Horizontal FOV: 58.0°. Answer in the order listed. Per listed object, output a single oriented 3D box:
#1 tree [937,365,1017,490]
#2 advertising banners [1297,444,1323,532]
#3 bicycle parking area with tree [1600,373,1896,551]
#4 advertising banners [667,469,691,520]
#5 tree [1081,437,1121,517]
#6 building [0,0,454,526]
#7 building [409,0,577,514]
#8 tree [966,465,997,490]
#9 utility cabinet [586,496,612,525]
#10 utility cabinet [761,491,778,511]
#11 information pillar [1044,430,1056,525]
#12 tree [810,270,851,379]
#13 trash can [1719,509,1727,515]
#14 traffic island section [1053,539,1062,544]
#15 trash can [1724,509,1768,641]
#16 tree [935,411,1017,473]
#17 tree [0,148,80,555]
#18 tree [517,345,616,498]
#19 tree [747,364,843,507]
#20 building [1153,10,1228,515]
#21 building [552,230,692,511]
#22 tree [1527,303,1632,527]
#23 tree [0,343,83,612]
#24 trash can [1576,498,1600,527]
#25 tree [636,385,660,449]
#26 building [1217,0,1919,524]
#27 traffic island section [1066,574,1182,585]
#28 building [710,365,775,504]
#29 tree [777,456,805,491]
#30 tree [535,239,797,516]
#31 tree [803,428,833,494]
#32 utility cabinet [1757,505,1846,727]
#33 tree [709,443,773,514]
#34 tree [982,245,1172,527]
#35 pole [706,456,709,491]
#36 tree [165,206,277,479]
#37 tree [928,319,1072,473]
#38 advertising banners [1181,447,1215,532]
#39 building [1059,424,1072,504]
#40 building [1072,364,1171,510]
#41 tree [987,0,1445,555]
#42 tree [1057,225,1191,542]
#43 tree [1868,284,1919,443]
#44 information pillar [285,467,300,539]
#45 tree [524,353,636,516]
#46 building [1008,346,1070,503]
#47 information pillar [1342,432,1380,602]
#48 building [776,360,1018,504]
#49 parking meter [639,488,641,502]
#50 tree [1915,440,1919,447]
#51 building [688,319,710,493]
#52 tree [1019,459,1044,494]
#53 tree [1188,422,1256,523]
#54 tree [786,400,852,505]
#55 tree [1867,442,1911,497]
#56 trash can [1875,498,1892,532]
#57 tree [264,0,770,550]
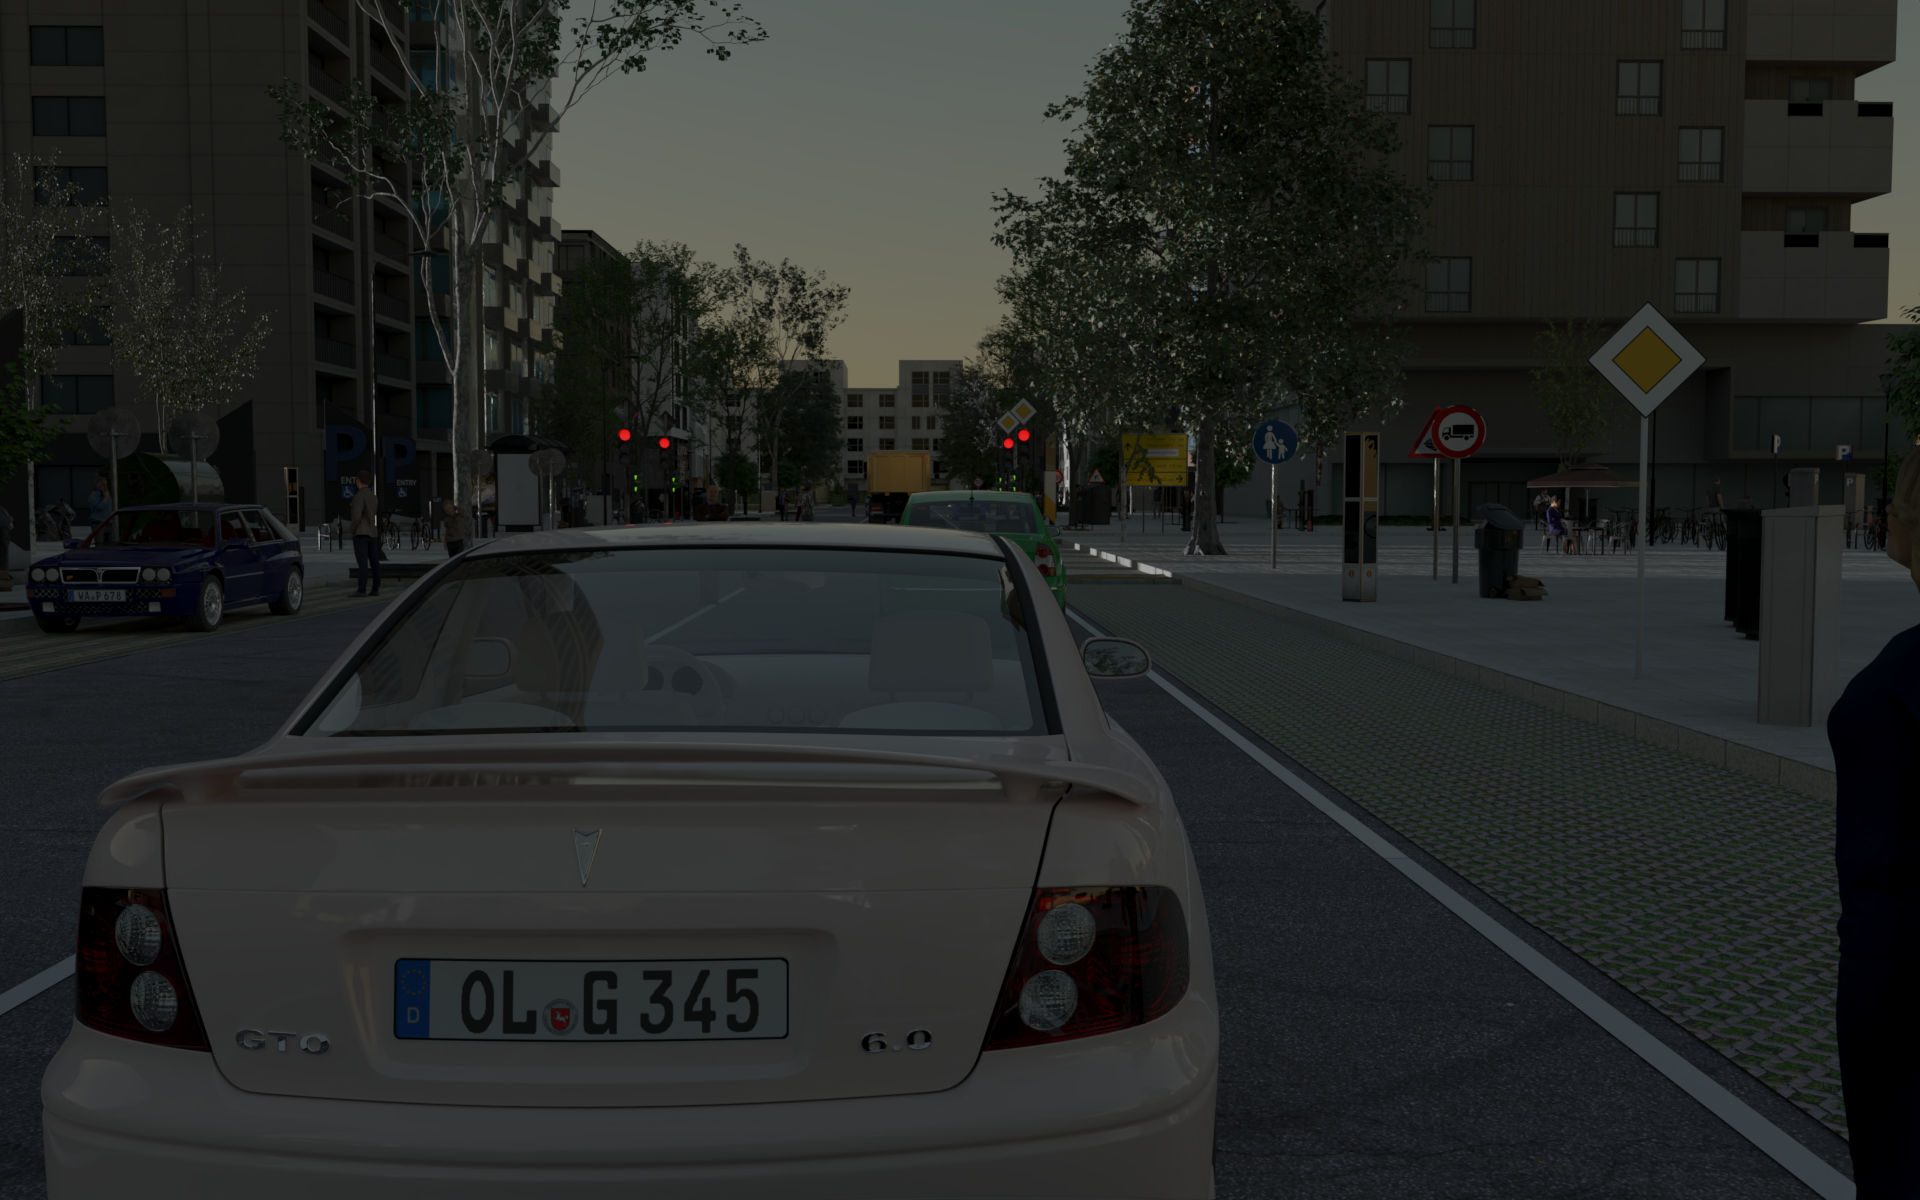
[{"bbox_3d":[1.496,-14.299,151.917,7.486,12.596,7.792,0,3,0],"label":"tree"},{"bbox_3d":[11.953,-3.847,59.092,0.090,3.025,2.074,-1,4,-10],"label":"advertising banners"},{"bbox_3d":[19.666,-3.372,42.136,8.231,4.147,9.016,2,4,28],"label":"bicycle parking area with tree"},{"bbox_3d":[-14.037,-5.485,85.870,0.090,3.025,2.074,2,4,32],"label":"advertising banners"},{"bbox_3d":[8.414,-6.951,97.370,4.285,4.588,4.351,0,3,0],"label":"tree"},{"bbox_3d":[-34.012,-39.046,76.650,20.563,71.187,20.611,0,4,-2],"label":"building"},{"bbox_3d":[-36.558,-29.550,102.751,23.786,49.044,30.456,0,4,-2],"label":"building"},{"bbox_3d":[2.025,-10.927,162.375,4.285,4.588,4.351,0,3,0],"label":"tree"},{"bbox_3d":[-14.890,-3.688,71.458,1.020,1.237,0.306,-1,4,-15],"label":"utility cabinet"},{"bbox_3d":[-13.901,-7.208,126.535,1.173,1.500,0.318,1,4,13],"label":"utility cabinet"},{"bbox_3d":[3.302,-4.405,63.379,0.504,3.616,0.183,-2,4,-35],"label":"information pillar"},{"bbox_3d":[-14.397,-16.806,130.661,12.611,20.169,13.585,0,3,0],"label":"tree"},{"bbox_3d":[7.690,-0.305,16.646,0.748,1.137,0.748,0,3,0],"label":"trash can"},{"bbox_3d":[1.866,-1.733,50.615,2.009,0.180,2.903,0,4,-2],"label":"traffic island section"},{"bbox_3d":[7.171,-0.219,15.237,0.748,1.137,0.748,0,3,0],"label":"trash can"},{"bbox_3d":[1.627,-14.713,174.977,8.767,10.594,7.601,0,4,-3],"label":"tree"},{"bbox_3d":[-19.786,-5.251,36.219,4.360,8.622,3.978,0,3,0],"label":"tree"},{"bbox_3d":[-18.681,-8.060,82.138,4.360,8.622,3.978,0,3,0],"label":"tree"},{"bbox_3d":[-15.931,-16.016,168.522,9.857,13.997,8.962,0,3,0],"label":"tree"},{"bbox_3d":[24.455,-28.035,112.997,22.147,44.769,28.867,0,4,-2],"label":"building"},{"bbox_3d":[-39.344,-18.724,150.111,27.936,21.610,32.646,0,4,-2],"label":"building"},{"bbox_3d":[24.075,-7.189,67.896,4.737,8.622,4.395,0,3,0],"label":"tree"},{"bbox_3d":[-10.941,-1.501,19.151,1.663,3.219,1.824,0,3,0],"label":"tree"},{"bbox_3d":[21.595,-2.932,59.595,0.748,1.137,0.748,0,3,0],"label":"trash can"},{"bbox_3d":[-21.207,-9.733,109.505,4.737,8.622,4.395,0,3,0],"label":"tree"},{"bbox_3d":[27.812,-30.300,84.647,27.495,52.752,28.713,0,4,-2],"label":"building"},{"bbox_3d":[2.473,-0.329,28.241,1.991,0.108,1.994,0,4,-2],"label":"traffic island section"},{"bbox_3d":[-40.017,-22.576,235.582,31.486,18.905,16.747,0,4,-2],"label":"building"},{"bbox_3d":[-14.995,-10.018,147.509,4.285,4.588,4.351,0,3,0],"label":"tree"},{"bbox_3d":[-12.855,-8.784,69.376,9.928,11.665,9.643,0,3,0],"label":"tree"},{"bbox_3d":[-16.468,-14.843,193.041,4.737,8.622,4.395,0,3,0],"label":"tree"},{"bbox_3d":[4.843,0.072,9.983,0.306,1.237,1.020,2,4,34],"label":"utility cabinet"},{"bbox_3d":[-14.661,-7.814,111.469,4.285,4.588,4.351,0,3,0],"label":"tree"},{"bbox_3d":[4.588,-8.713,68.213,9.928,11.665,9.643,0,3,0],"label":"tree"},{"bbox_3d":[-13.459,-6.020,92.266,0.158,3.312,0.155,0,3,0],"label":"pole"},{"bbox_3d":[-19.930,-5.722,43.920,4.360,8.622,3.978,0,3,0],"label":"tree"},{"bbox_3d":[2.974,-12.932,121.814,12.009,13.543,11.850,0,3,0],"label":"tree"},{"bbox_3d":[8.261,-3.897,59.909,0.090,3.025,2.074,3,5,41],"label":"advertising banners"},{"bbox_3d":[16.222,-14.901,185.781,9.099,9.664,28.070,0,4,-2],"label":"building"},{"bbox_3d":[19.896,-17.701,155.867,16.747,18.905,31.486,0,4,-2],"label":"building"},{"bbox_3d":[5.233,-7.292,36.239,9.611,12.733,9.660,0,3,0],"label":"tree"},{"bbox_3d":[4.586,-5.839,45.826,4.737,8.622,4.395,0,3,0],"label":"tree"},{"bbox_3d":[12.666,-2.254,20.571,4.285,4.588,4.351,0,3,0],"label":"tree"},{"bbox_3d":[-18.490,-2.658,47.951,0.304,2.012,0.304,-2,4,-30],"label":"information pillar"},{"bbox_3d":[-19.502,-8.376,87.305,4.737,8.622,4.395,0,3,0],"label":"tree"},{"bbox_3d":[23.636,-24.406,243.005,32.646,21.610,27.936,0,4,-2],"label":"building"},{"bbox_3d":[4.770,-0.987,20.624,0.304,2.012,0.304,-2,4,-35],"label":"information pillar"},{"bbox_3d":[-8.263,-22.640,236.628,31.486,18.905,16.747,0,4,-2],"label":"building"},{"bbox_3d":[-16.230,-4.960,86.814,0.399,1.863,0.255,1,4,20],"label":"parking meter"},{"bbox_3d":[57.252,-9.244,114.042,11.467,7.101,20.602,0,4,-4],"label":"tree"},{"bbox_3d":[-33.679,-20.436,190.547,11.380,20.091,16.016,0,4,-2],"label":"building"},{"bbox_3d":[3.866,-6.149,95.136,1.663,3.219,1.824,0,3,0],"label":"tree"},{"bbox_3d":[11.609,-5.666,76.350,4.285,4.588,4.351,0,3,0],"label":"tree"},{"bbox_3d":[-17.228,-17.549,203.930,9.611,12.733,9.660,0,3,0],"label":"tree"},{"bbox_3d":[34.331,-4.245,64.009,1.663,3.219,1.824,0,3,0],"label":"tree"},{"bbox_3d":[31.791,-2.921,59.406,0.748,1.137,0.748,0,3,0],"label":"trash can"},{"bbox_3d":[-10.598,-11.297,40.591,12.611,20.169,13.585,0,3,0],"label":"tree"}]
